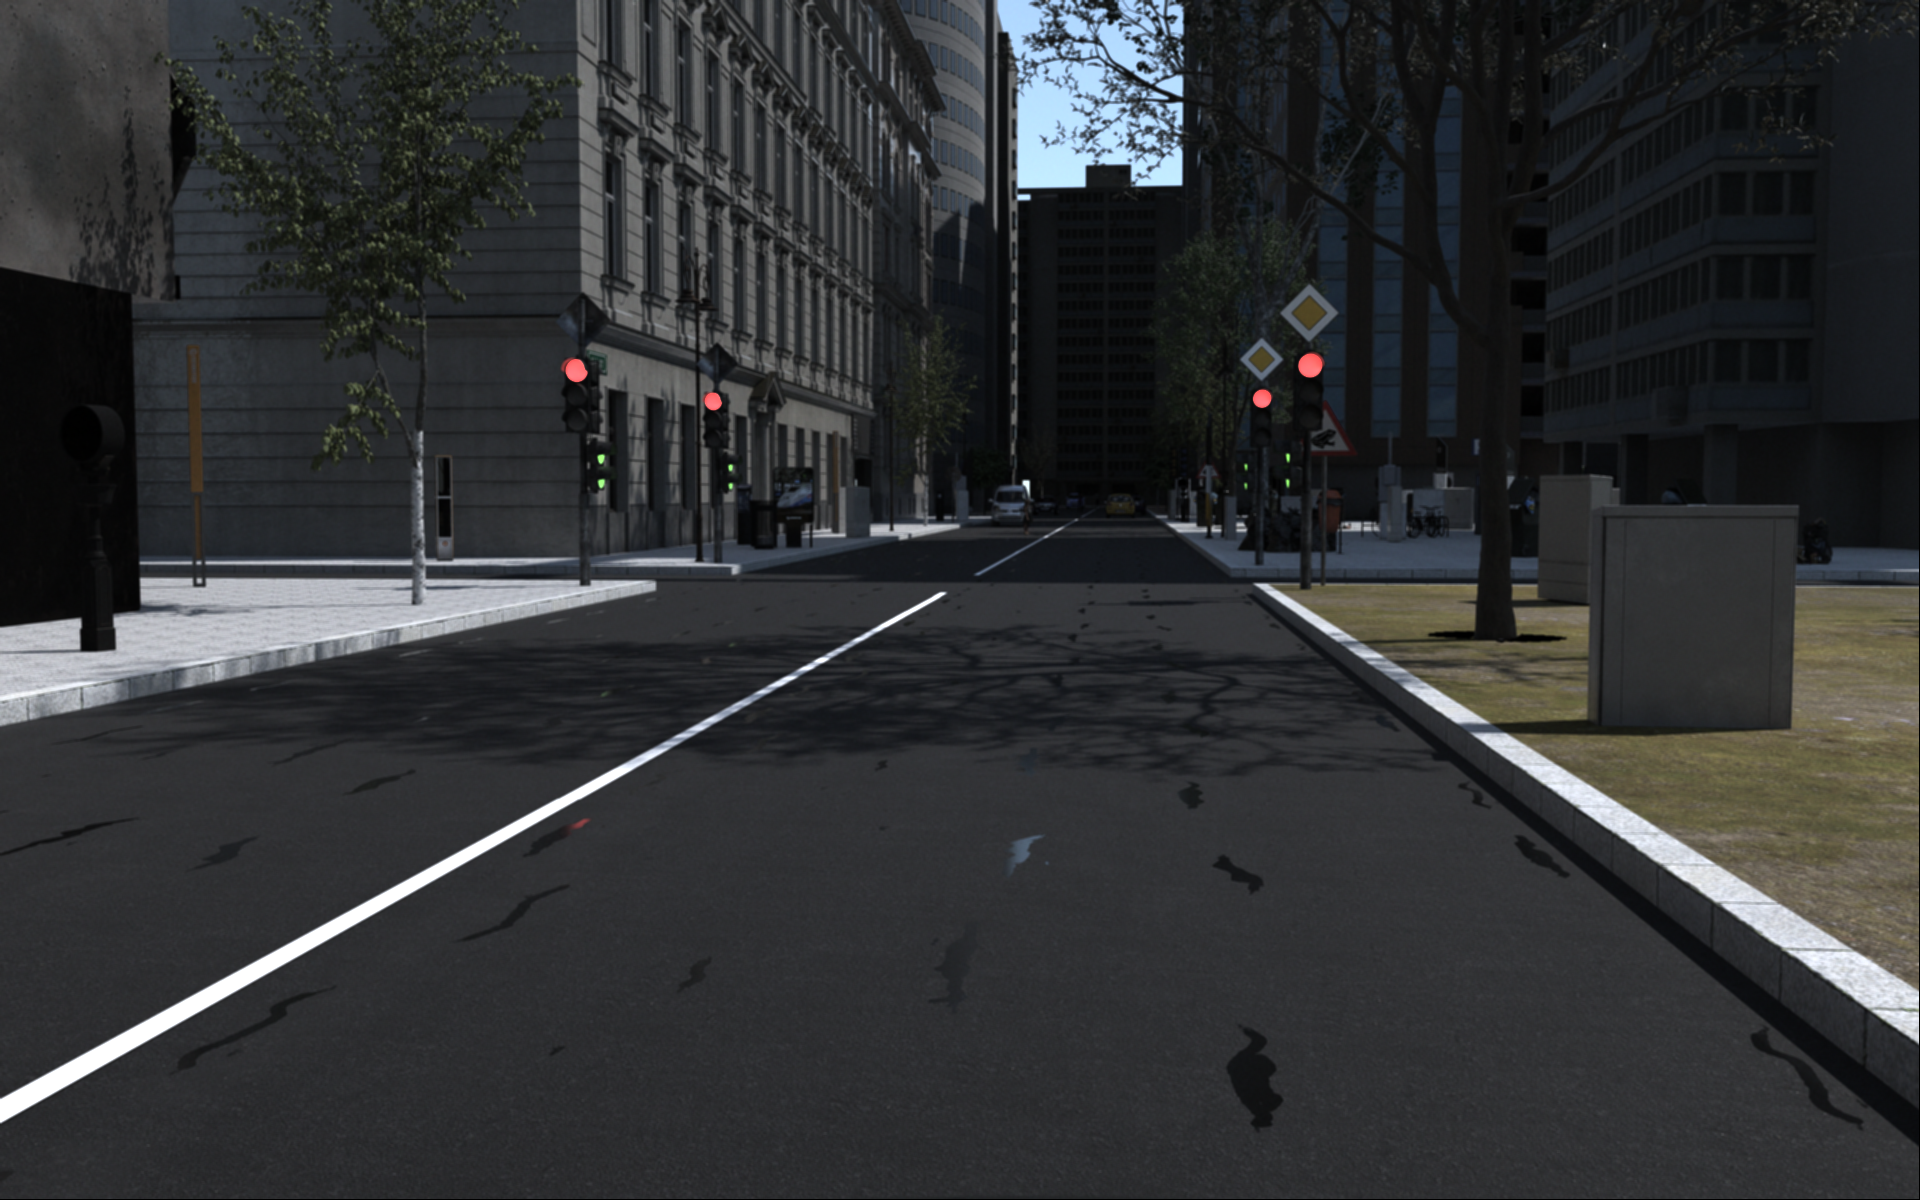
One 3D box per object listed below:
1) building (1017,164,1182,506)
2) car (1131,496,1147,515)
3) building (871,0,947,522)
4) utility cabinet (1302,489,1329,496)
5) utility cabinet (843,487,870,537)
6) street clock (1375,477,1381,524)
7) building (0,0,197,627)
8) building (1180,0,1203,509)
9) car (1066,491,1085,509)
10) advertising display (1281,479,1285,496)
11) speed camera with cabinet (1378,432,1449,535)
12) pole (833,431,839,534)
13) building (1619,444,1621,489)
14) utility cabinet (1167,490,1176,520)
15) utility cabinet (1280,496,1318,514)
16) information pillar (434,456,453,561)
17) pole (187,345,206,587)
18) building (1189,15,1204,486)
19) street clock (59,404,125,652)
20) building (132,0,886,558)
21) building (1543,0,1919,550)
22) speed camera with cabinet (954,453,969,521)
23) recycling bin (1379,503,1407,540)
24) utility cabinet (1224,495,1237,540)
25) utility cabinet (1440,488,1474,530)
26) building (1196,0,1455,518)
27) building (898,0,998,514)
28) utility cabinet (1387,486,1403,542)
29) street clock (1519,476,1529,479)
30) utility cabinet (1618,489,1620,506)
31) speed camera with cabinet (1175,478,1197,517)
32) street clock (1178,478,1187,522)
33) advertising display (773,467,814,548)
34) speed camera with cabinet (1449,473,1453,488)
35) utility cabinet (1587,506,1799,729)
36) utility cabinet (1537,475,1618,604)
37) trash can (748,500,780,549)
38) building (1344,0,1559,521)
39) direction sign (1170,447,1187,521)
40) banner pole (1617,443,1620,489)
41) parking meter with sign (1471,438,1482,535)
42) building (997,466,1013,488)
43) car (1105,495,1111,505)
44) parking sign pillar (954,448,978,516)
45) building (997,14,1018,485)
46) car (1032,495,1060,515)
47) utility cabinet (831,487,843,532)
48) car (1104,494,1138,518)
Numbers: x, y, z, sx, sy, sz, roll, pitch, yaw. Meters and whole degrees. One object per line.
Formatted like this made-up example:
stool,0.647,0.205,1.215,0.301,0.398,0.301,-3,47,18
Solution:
building,17.591,-31.508,207.037,23.993,40.220,32.217,0,4,5
car,11.711,-6.407,117.341,1.945,1.354,3.894,0,4,4
building,-8.674,-18.483,89.582,14.401,28.519,23.554,0,4,5
utility cabinet,16.392,-4.361,79.976,1.173,1.500,0.318,2,4,30
utility cabinet,-3.008,-2.605,51.275,0.318,1.500,1.173,1,4,19
street clock,17.915,-4.248,74.018,0.358,2.002,0.471,0,4,-7
building,-17.796,-8.969,14.097,16.811,18.784,16.820,0,4,5
building,31.417,-37.953,162.536,21.231,58.520,28.212,0,4,5
car,11.363,-9.817,170.099,1.945,1.707,3.694,0,4,7
advertising display,13.414,-4.082,71.952,0.123,1.923,0.974,1,4,9
speed camera with cabinet,14.328,-3.704,54.896,2.038,3.252,0.660,1,4,16
pole,-4.019,-3.805,56.054,0.158,3.312,0.155,0,3,0
building,61.659,-44.422,164.556,20.611,71.187,20.563,0,4,5
utility cabinet,10.452,-4.699,85.501,0.318,1.500,1.173,0,4,0
utility cabinet,9.237,-2.201,47.140,1.020,1.237,0.306,1,4,12
information pillar,-9.905,-1.757,33.226,0.304,2.012,0.304,-1,4,-22
pole,-10.522,-1.836,23.858,0.158,3.312,0.155,0,3,0
building,29.856,-31.435,133.563,23.786,49.044,30.456,0,4,5
street clock,-7.064,-0.585,14.137,0.471,2.002,0.358,1,4,21
building,-13.407,-17.104,56.058,17.030,29.872,44.131,0,4,5
building,30.165,-21.668,46.146,23.993,40.220,32.217,0,4,5
speed camera with cabinet,0.069,-5.390,82.466,0.660,3.252,2.038,0,4,-4
recycling bin,12.220,-2.225,48.932,0.722,1.027,0.722,1,4,10
utility cabinet,7.558,-2.277,48.384,0.306,1.237,1.020,0,4,5
utility cabinet,17.620,-3.230,61.487,1.173,1.500,0.318,3,4,39
building,22.871,-28.241,111.855,14.600,45.320,14.200,0,4,5
building,-8.859,-35.424,121.173,21.231,58.520,28.212,0,4,5
utility cabinet,11.673,-2.311,46.469,0.318,1.500,1.173,1,4,9
street clock,22.257,-3.902,68.371,0.358,2.002,0.471,3,5,45
utility cabinet,25.964,-3.690,69.008,0.318,1.500,1.173,-2,4,-33
speed camera with cabinet,13.252,-6.393,98.857,0.660,3.252,2.038,-3,5,-42
street clock,10.261,-4.580,79.452,0.471,2.002,0.358,3,5,42
advertising display,-3.983,-2.215,41.426,0.974,1.923,0.123,-1,4,-14
speed camera with cabinet,19.050,-4.671,70.714,2.038,3.252,0.660,0,4,-2
utility cabinet,4.052,0.094,9.618,1.020,1.237,0.306,0,4,8
utility cabinet,7.252,-0.718,20.420,0.318,1.500,1.173,-1,4,-9
trash can,-4.568,-1.755,40.348,0.748,1.137,0.748,0,3,0
building,23.033,-26.786,88.060,14.600,45.320,14.200,0,4,5
direction sign,10.518,-5.594,83.462,0.876,3.537,0.379,2,4,26
banner pole,29.822,-5.412,78.497,0.401,3.779,0.863,1,4,20
parking meter with sign,16.583,-3.579,54.775,0.543,3.016,1.738,2,4,26
building,-6.021,-43.244,145.289,20.563,71.187,20.611,0,4,5
car,12.882,-7.976,142.416,2.014,1.417,4.499,0,4,7
parking sign pillar,0.346,-6.821,99.989,1.447,3.967,1.447,1,4,19
building,-5.468,-33.459,170.751,21.600,48.544,21.300,0,4,5
car,5.919,-6.518,119.145,1.945,1.354,3.894,0,4,5
utility cabinet,-3.735,-3.001,57.744,1.173,1.500,0.318,-3,5,-40
car,9.592,-5.695,103.340,2.015,1.641,3.980,0,4,6
